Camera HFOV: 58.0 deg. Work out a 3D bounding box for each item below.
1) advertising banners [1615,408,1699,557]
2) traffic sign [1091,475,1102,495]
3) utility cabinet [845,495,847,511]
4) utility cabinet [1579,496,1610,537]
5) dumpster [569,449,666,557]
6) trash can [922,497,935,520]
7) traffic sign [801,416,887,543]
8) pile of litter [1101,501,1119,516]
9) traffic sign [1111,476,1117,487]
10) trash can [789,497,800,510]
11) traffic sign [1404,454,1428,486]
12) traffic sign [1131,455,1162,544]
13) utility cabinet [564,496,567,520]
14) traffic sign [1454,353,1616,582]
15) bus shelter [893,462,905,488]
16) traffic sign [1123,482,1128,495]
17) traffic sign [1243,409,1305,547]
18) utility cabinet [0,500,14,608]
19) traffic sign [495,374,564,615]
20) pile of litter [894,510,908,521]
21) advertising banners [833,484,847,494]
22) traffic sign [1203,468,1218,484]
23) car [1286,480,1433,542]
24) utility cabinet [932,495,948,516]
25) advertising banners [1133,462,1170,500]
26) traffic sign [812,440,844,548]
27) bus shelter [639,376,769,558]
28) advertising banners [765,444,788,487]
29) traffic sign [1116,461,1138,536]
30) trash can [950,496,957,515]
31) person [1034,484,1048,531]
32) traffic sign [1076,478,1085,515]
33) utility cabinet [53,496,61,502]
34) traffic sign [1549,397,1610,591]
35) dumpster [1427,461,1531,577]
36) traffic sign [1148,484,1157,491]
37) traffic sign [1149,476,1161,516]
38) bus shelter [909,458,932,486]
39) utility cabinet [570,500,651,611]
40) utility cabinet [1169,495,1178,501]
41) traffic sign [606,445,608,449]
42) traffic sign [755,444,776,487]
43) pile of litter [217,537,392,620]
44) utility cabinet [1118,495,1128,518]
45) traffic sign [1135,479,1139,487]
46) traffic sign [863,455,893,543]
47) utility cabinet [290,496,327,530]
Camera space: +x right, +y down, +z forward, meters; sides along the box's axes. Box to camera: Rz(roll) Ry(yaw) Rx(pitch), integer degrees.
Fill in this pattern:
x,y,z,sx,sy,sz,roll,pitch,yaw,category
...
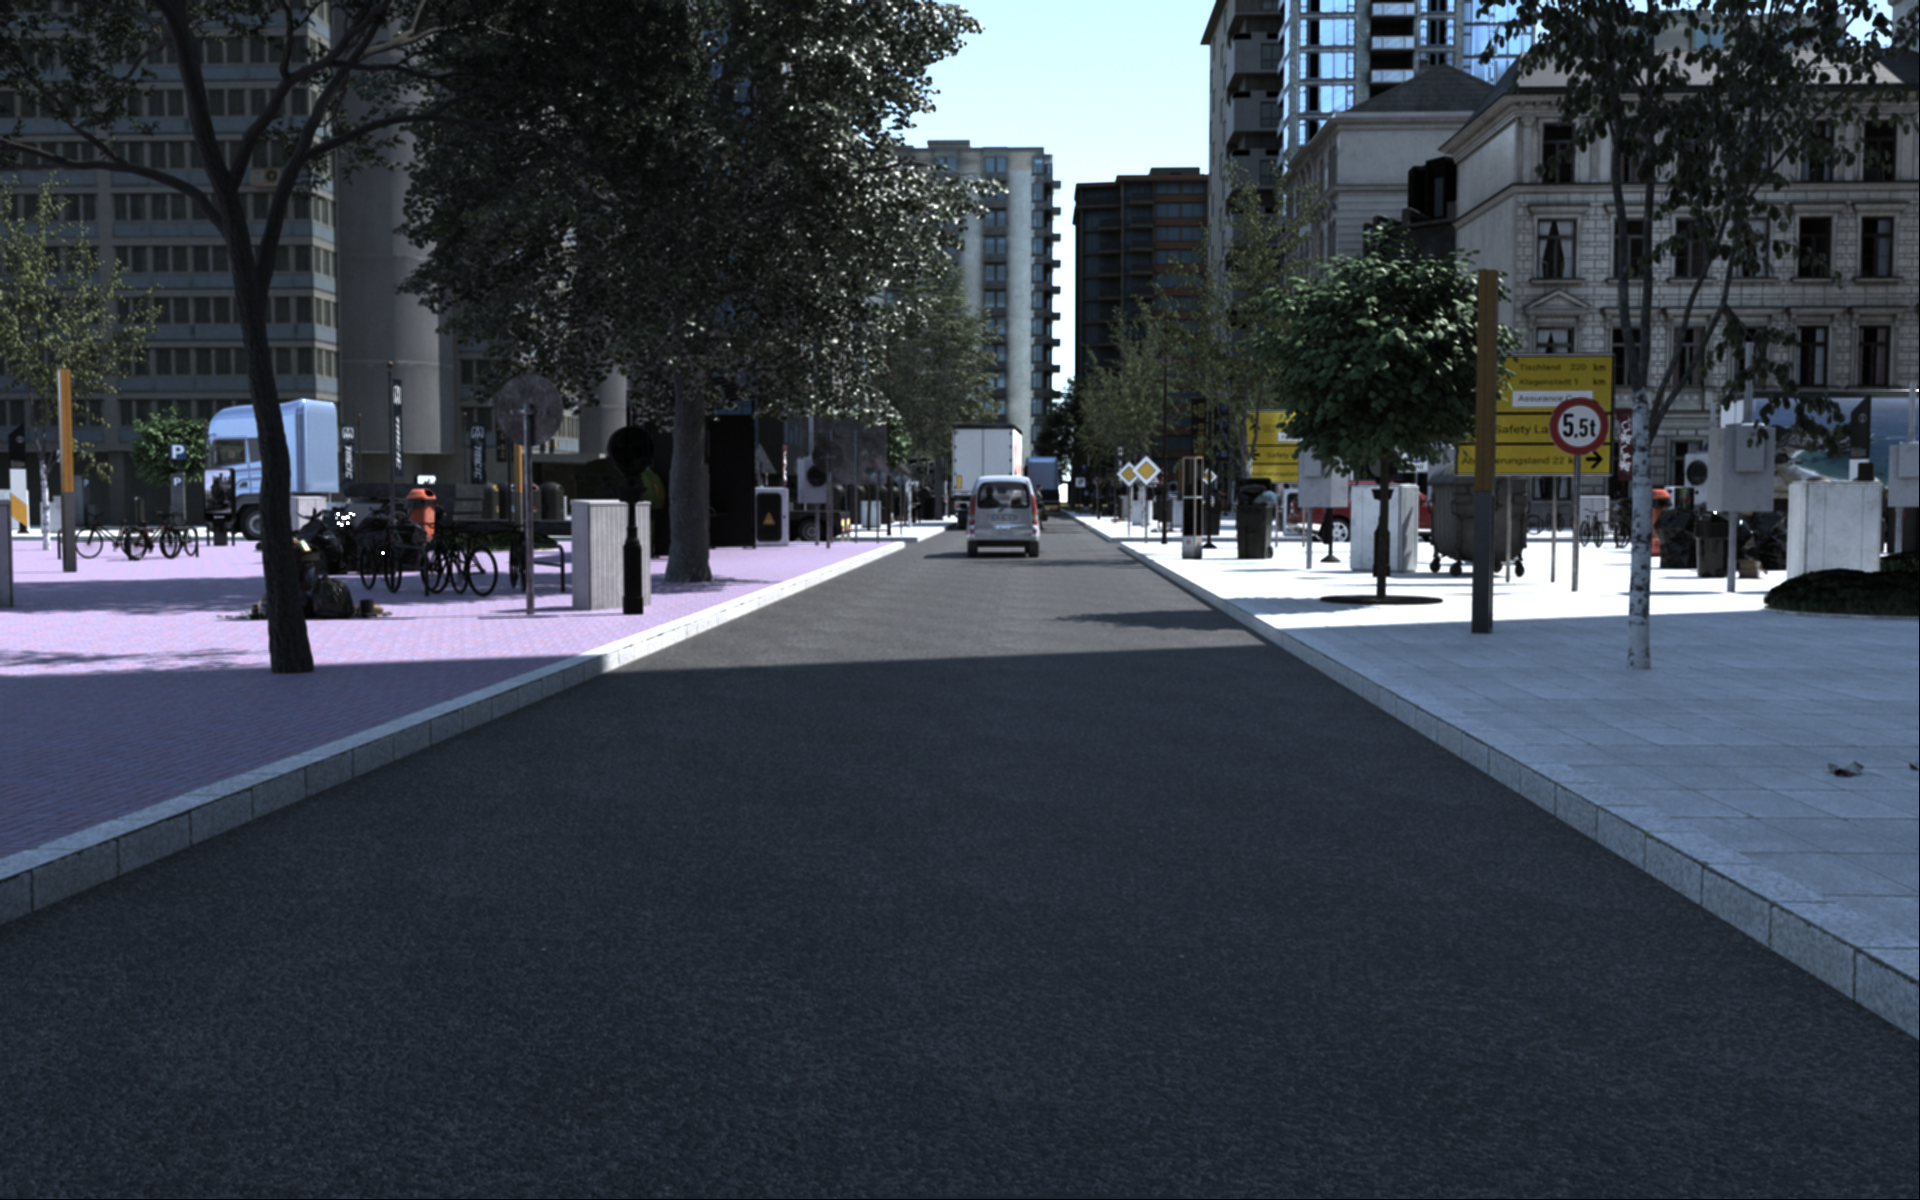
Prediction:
x,y,z,sx,sy,sz,roll,pitch,yaw,category
14.244,-2.403,35.475,2.074,3.025,0.090,-1,4,-17,advertising banners
9.352,-7.222,118.182,0.768,2.556,0.104,1,4,10,traffic sign
-8.022,-6.821,122.678,0.306,1.237,1.020,3,5,39,utility cabinet
19.000,-2.507,52.154,0.306,1.237,1.020,-3,5,-40,utility cabinet
-6.637,-1.902,33.591,1.502,2.255,1.985,0,4,2,dumpster
-1.524,-4.555,86.120,0.748,1.137,0.748,0,3,0,trash can
-3.054,-3.157,45.483,2.265,3.308,0.079,0,4,4,traffic sign
8.938,-5.285,100.367,1.719,0.858,1.176,-1,4,-13,pile of litter
10.860,-7.416,121.349,0.768,2.556,0.104,1,4,10,traffic sign
-8.543,-4.634,87.425,0.748,1.137,0.748,0,3,0,trash can
8.817,-1.919,33.502,0.606,2.300,0.079,1,4,11,traffic sign
4.802,-2.510,44.682,0.795,2.450,0.064,0,4,2,traffic sign
-15.361,-3.351,65.956,1.020,1.237,0.306,3,5,43,utility cabinet
8.296,-1.909,25.079,2.265,3.308,0.079,0,4,3,traffic sign
-4.263,-6.424,96.314,1.731,3.624,6.357,0,4,3,bus shelter
9.248,-5.867,96.025,0.768,2.556,0.104,1,4,9,traffic sign
7.951,-2.921,41.626,2.265,3.308,0.079,0,4,6,traffic sign
-11.256,-0.510,19.503,1.020,1.237,0.306,-2,4,-26,utility cabinet
-4.575,-1.117,18.372,0.768,2.556,0.104,1,4,9,traffic sign
-2.694,-4.159,81.964,1.176,0.858,1.719,1,4,18,pile of litter
-6.352,-5.971,93.807,0.090,3.025,2.074,2,4,32,advertising banners
10.739,-4.510,74.922,0.795,2.450,0.064,1,4,11,traffic sign
11.660,-2.380,47.590,5.304,1.827,2.281,0,4,0,car
-1.157,-5.610,102.881,1.020,1.237,0.306,1,4,17,utility cabinet
10.417,-6.008,94.413,2.074,3.025,0.090,-1,4,-8,advertising banners
-3.116,-2.494,40.880,0.768,2.556,0.104,0,4,5,traffic sign
-5.442,-2.838,37.676,1.731,3.624,6.357,0,4,2,bus shelter
-6.337,-3.915,60.194,0.090,3.025,2.074,1,4,15,advertising banners
5.137,-2.998,52.660,0.795,2.450,0.064,0,4,2,traffic sign
-0.492,-5.681,104.542,0.748,1.137,0.748,0,3,0,trash can
3.022,-3.640,67.986,0.822,1.834,0.622,0,4,5,person
7.435,-6.414,107.001,0.606,2.300,0.079,0,4,3,traffic sign
-32.386,-3.141,62.521,1.020,1.237,0.306,3,5,43,utility cabinet
8.109,-1.386,22.764,0.768,2.556,0.104,0,4,7,traffic sign
8.263,-1.336,27.597,1.264,1.857,1.865,0,4,2,dumpster
12.217,-6.604,110.112,0.606,2.300,0.079,1,4,9,traffic sign
10.419,-5.710,93.369,0.884,2.594,0.081,0,4,4,traffic sign
-2.911,-7.554,114.784,1.731,3.624,6.357,0,4,3,bus shelter
-3.920,-0.512,19.527,0.306,1.237,1.020,2,4,31,utility cabinet
11.059,-4.958,92.228,1.020,1.237,0.306,0,4,1,utility cabinet
-7.373,-2.305,37.796,0.768,2.556,0.104,1,4,11,traffic sign
-5.162,-2.729,44.615,0.884,2.594,0.081,1,4,9,traffic sign
-6.876,-0.257,18.165,1.719,0.858,1.176,1,4,16,pile of litter
8.826,-4.951,92.112,0.306,1.237,1.020,-2,4,-28,utility cabinet
12.444,-7.227,119.346,0.795,2.450,0.064,1,4,9,traffic sign
-2.135,-2.529,44.993,0.795,2.450,0.064,0,4,2,traffic sign
-17.138,-2.106,45.593,0.306,1.237,1.020,2,4,24,utility cabinet
